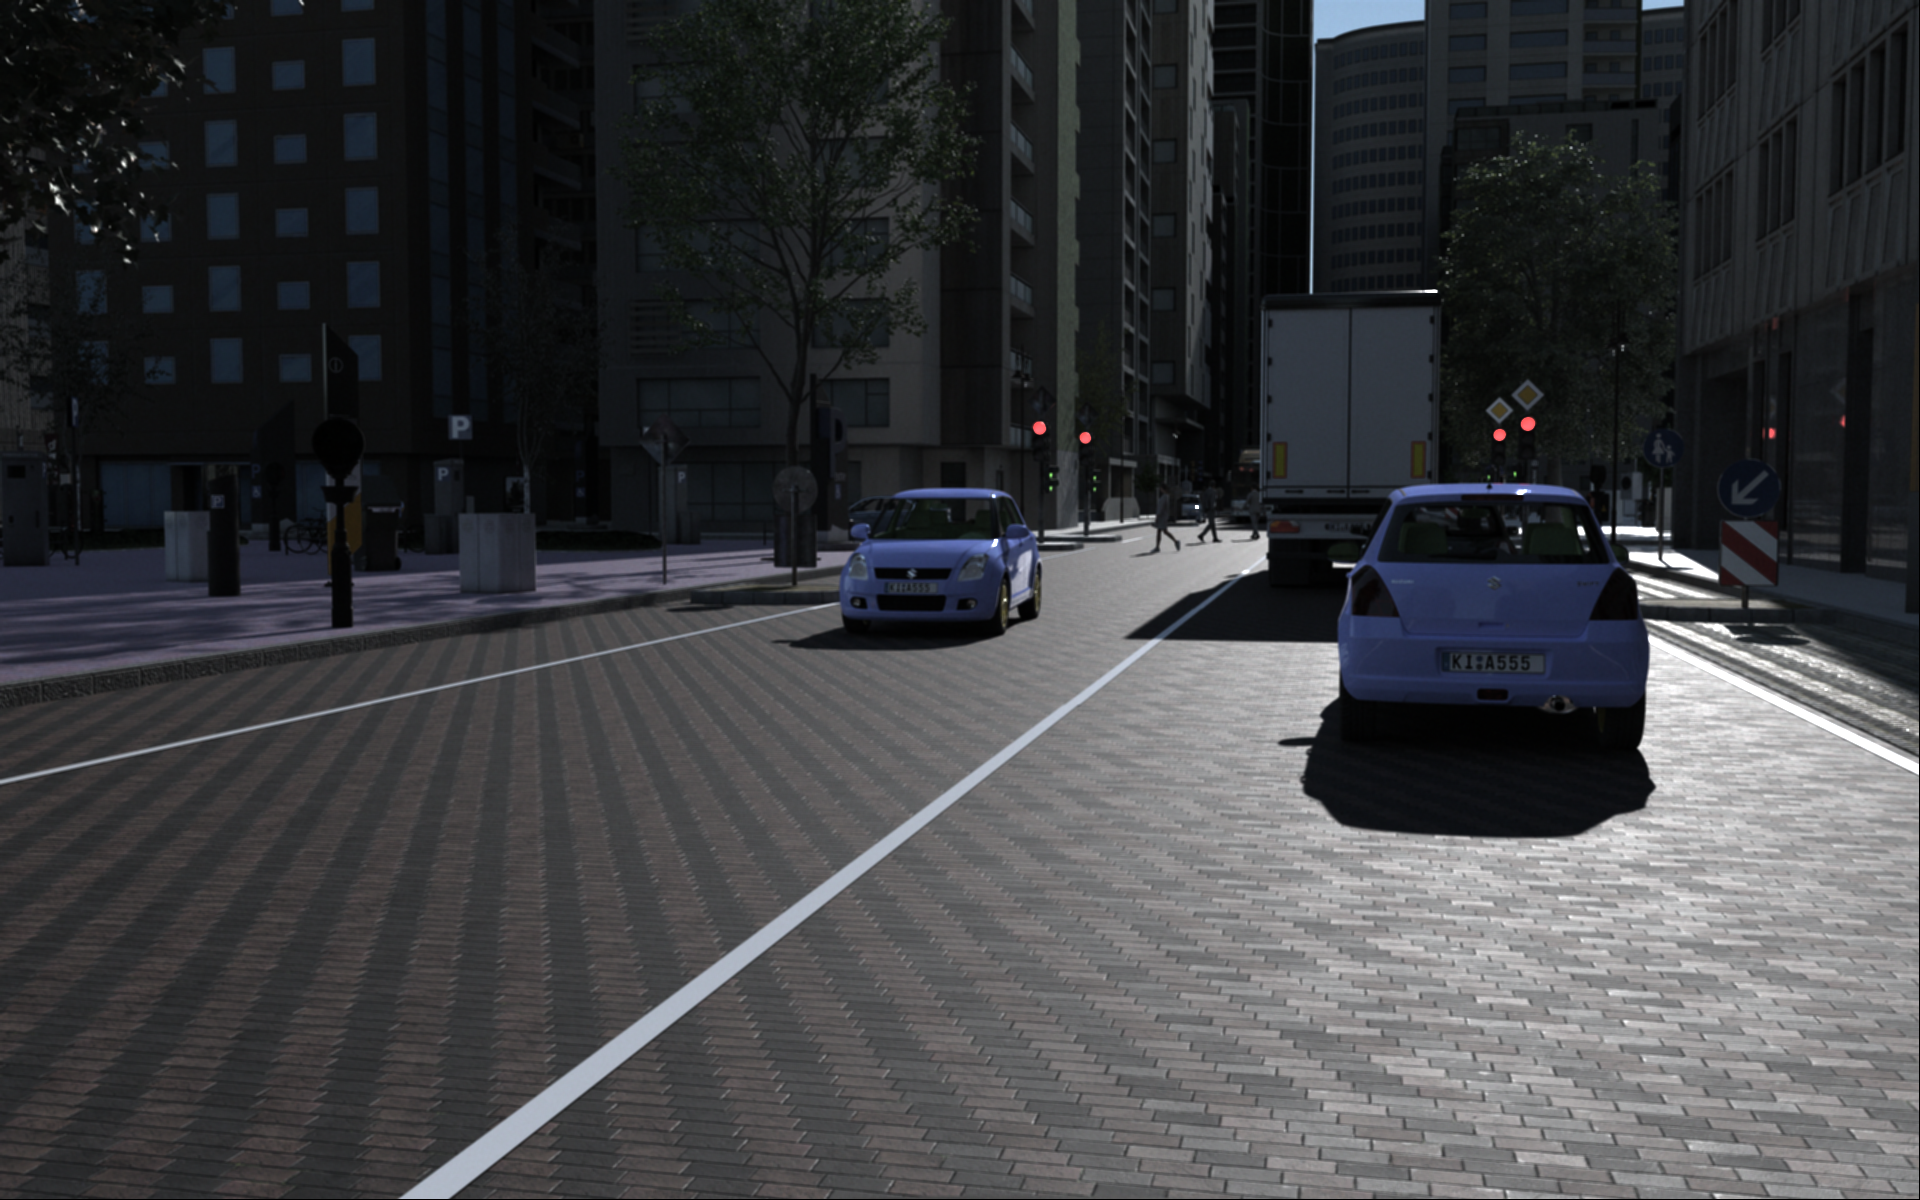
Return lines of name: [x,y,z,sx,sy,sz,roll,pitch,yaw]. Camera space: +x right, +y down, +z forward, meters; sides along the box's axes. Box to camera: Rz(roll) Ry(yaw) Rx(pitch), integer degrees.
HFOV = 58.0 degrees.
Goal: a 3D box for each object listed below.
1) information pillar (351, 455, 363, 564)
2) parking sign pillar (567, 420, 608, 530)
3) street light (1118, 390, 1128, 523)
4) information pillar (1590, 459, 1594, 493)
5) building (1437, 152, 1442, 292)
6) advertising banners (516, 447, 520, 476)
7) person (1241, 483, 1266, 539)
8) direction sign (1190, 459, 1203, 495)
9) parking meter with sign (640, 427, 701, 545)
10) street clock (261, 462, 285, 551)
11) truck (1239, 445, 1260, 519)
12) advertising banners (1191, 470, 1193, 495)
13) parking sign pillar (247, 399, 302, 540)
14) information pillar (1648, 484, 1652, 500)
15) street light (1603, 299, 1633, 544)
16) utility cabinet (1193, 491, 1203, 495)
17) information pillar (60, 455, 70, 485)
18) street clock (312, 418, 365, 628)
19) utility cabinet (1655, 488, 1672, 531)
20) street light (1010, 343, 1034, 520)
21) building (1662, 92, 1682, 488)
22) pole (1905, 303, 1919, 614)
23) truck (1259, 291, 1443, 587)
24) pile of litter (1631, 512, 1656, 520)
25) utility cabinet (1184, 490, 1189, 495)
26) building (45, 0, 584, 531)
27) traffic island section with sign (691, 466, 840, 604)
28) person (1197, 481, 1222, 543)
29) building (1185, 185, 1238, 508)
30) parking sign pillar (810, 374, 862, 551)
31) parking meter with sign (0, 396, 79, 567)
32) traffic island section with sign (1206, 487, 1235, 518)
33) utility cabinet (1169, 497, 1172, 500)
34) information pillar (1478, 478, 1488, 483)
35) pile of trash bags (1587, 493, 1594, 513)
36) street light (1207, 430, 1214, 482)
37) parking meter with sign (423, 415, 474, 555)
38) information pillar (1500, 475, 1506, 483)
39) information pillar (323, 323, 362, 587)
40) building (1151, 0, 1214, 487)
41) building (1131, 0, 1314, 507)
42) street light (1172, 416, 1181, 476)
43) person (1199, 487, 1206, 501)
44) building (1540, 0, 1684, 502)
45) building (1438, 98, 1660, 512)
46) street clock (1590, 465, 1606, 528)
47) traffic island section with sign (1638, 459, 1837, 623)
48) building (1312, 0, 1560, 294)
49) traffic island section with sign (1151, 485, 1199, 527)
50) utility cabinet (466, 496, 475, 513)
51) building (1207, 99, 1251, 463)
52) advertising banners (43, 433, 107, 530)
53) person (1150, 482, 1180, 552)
information pillar: [-11.092,-1.662,31.674,0.304,2.012,0.304,0,4,-6]
parking sign pillar: [-13.447,-4.519,62.364,1.447,3.967,1.447,0,4,8]
street light: [7.220,-6.382,77.133,0.468,5.910,1.993,1,4,13]
information pillar: [41.691,-7.516,114.237,0.183,3.616,0.504,3,4,37]
building: [47.042,-22.831,144.984,14.160,30.474,14.107,1,4,13]
advertising banners: [-16.634,-4.184,64.602,0.090,3.025,2.074,-2,4,-25]
person: [9.327,-2.818,54.849,0.678,1.792,0.850,-1,4,-18]
direction sign: [15.362,-7.382,112.697,0.876,3.537,0.379,-1,4,-14]
parking meter with sign: [-7.379,-2.945,44.409,1.738,3.016,0.543,3,4,36]
street clock: [-15.435,-2.103,38.960,0.358,2.002,0.471,3,5,42]
truck: [17.859,-6.915,101.970,2.839,4.237,11.283,1,4,13]
advertising banners: [14.601,-6.905,109.091,0.090,3.025,2.074,0,4,8]
parking sign pillar: [-19.342,-3.688,48.776,1.447,3.967,1.447,1,4,22]
information pillar: [41.177,-6.850,103.344,0.183,3.616,0.504,2,4,32]
street light: [15.587,-4.181,41.147,0.468,5.910,1.993,1,4,13]
utility cabinet: [16.780,-6.813,120.070,1.173,1.500,0.318,1,4,23]
information pillar: [-36.776,-4.878,71.111,0.504,3.616,0.183,1,4,11]
street clock: [-5.959,-0.739,16.657,0.471,2.002,0.358,-1,4,-16]
utility cabinet: [24.190,-3.065,58.786,1.173,1.500,0.318,-1,4,-19]
street light: [1.921,-4.928,53.361,0.468,5.910,1.993,1,4,13]
building: [82.360,-32.449,180.659,14.200,45.320,14.600,1,4,13]
pole: [10.302,-1.512,18.560,0.158,3.312,0.155,0,3,0]
truck: [6.611,-2.491,29.641,2.839,4.237,11.283,1,4,12]
pile of litter: [33.648,-4.337,84.870,1.719,0.858,1.176,-1,4,-10]
utility cabinet: [13.667,-5.850,104.330,0.318,1.500,1.173,0,4,6]
building: [-24.234,-25.464,66.451,14.200,45.320,14.600,1,4,13]
traffic island section with sign: [-2.373,-0.910,23.500,1.989,1.847,2.006,1,4,13]
person: [7.424,-2.610,51.268,0.850,1.850,0.679,-1,4,-17]
building: [18.408,-23.882,162.176,14.160,30.474,14.107,1,4,13]
parking sign pillar: [-2.968,-3.114,39.389,1.447,3.967,1.447,1,4,17]
parking meter with sign: [-16.686,-2.116,30.864,1.738,3.016,0.543,-1,4,-16]
traffic island section with sign: [15.503,-5.805,103.538,1.989,1.847,2.006,1,4,13]
utility cabinet: [13.286,-6.013,109.481,0.306,1.237,1.020,-1,4,-15]
information pillar: [23.220,-4.432,76.953,0.304,2.012,0.304,-1,4,-9]
pile of trash bags: [37.753,-6.017,108.131,3.447,1.369,1.912,0,4,-2]
street light: [18.096,-9.335,125.422,0.468,5.910,1.993,1,4,13]
parking meter with sign: [-11.050,-2.514,37.369,0.543,3.016,1.738,0,4,5]
information pillar: [21.161,-3.871,67.782,0.304,2.012,0.304,2,4,32]
information pillar: [-8.579,-1.999,24.041,0.183,3.616,0.504,3,5,43]
building: [6.429,-33.833,142.405,28.713,52.752,27.495,1,4,13]
building: [33.663,-47.739,218.788,20.611,71.187,20.563,1,4,13]
street light: [12.602,-7.850,101.135,0.468,5.910,1.993,1,4,13]
person: [12.794,-5.020,90.849,0.520,1.790,0.573,1,4,15]
building: [85.707,-40.758,208.390,28.212,58.520,21.231,1,4,13]
building: [44.232,-21.987,131.182,14.160,30.474,14.107,1,4,13]
street clock: [15.775,-2.342,42.858,0.358,2.002,0.471,0,4,-1]
traffic island section with sign: [8.898,-0.707,20.185,1.989,1.847,2.006,1,4,13]
building: [57.978,-41.111,214.157,28.212,58.520,21.231,1,4,13]
traffic island section with sign: [9.634,-4.196,77.227,1.989,1.847,2.006,1,4,13]
utility cabinet: [-32.034,-6.232,113.051,1.020,1.237,0.306,3,4,36]
building: [21.692,-30.088,175.533,14.154,41.232,14.086,1,4,13]
advertising banners: [-25.822,-3.324,50.539,0.090,3.025,2.074,1,4,23]
person: [5.059,-2.050,42.768,0.760,1.731,0.466,-1,4,-21]
